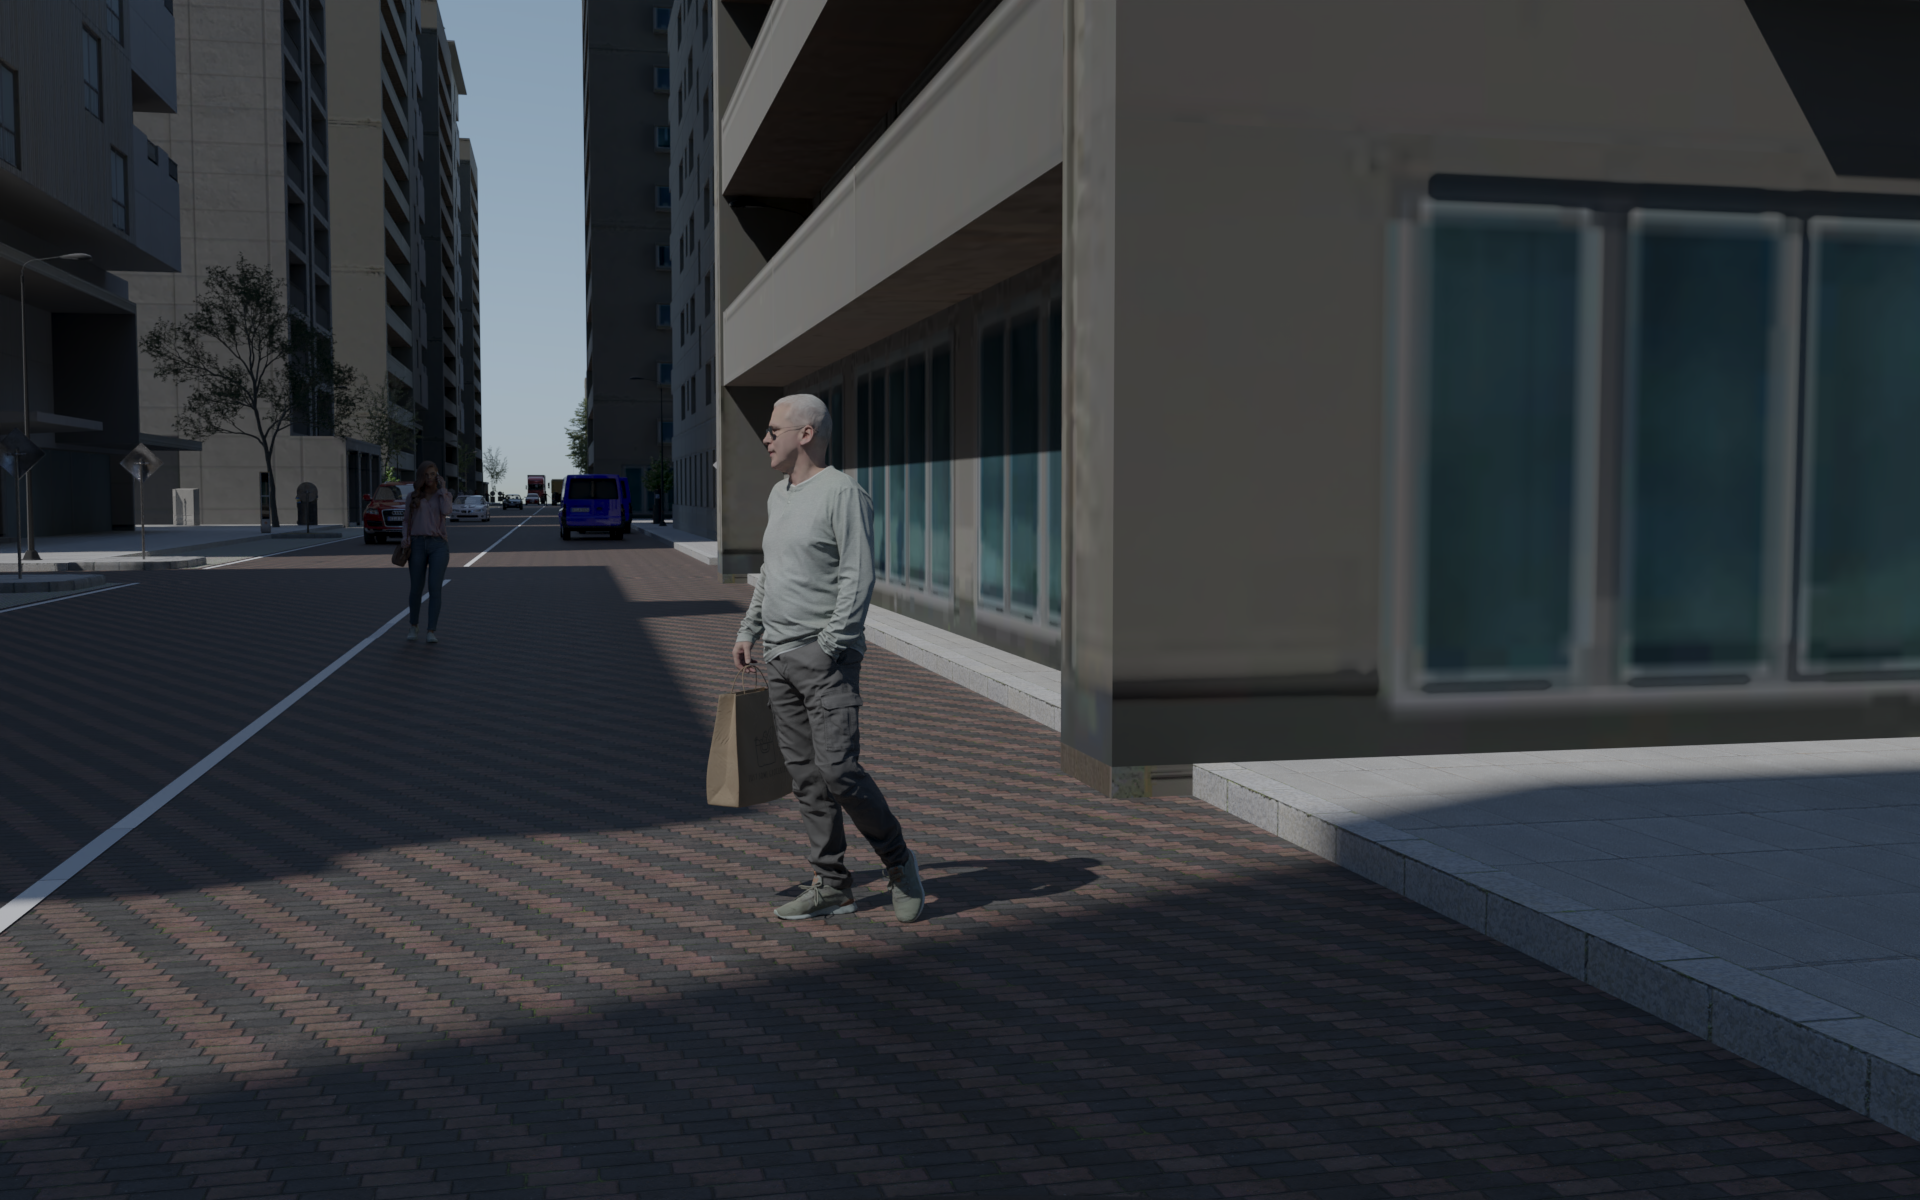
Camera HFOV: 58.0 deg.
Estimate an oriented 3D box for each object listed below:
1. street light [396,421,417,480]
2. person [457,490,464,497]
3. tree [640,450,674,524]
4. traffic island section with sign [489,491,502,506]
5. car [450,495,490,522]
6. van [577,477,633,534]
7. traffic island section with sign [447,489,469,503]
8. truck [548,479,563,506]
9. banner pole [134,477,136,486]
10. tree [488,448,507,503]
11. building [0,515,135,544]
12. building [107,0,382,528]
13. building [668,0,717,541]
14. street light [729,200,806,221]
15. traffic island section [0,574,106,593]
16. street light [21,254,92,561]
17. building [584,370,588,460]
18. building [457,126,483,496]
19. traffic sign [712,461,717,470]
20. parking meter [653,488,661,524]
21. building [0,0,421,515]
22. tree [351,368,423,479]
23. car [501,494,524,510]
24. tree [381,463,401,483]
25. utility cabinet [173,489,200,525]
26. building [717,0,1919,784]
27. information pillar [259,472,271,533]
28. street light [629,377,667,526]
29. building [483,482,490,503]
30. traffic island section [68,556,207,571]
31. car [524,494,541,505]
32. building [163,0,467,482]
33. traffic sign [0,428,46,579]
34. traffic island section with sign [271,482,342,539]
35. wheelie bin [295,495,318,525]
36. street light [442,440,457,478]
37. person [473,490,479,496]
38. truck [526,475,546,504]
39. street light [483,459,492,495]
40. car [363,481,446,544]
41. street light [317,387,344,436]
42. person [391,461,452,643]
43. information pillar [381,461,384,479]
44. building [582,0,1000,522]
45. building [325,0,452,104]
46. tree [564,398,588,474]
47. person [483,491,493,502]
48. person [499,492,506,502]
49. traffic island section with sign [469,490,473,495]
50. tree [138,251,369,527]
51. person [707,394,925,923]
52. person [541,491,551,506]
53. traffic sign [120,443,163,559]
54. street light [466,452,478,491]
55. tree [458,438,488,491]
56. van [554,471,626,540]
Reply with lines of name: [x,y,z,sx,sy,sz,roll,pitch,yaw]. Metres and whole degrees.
street light: [-34.739,-8.327,108.691,1.470,5.913,1.316,-1,4,-13]
person: [-36.312,-7.145,125.996,0.551,1.740,0.621,-2,4,-24]
tree: [-13.146,-4.955,75.608,1.663,3.219,1.824,0,3,0]
traffic island section with sign: [-57.022,-12.414,211.599,1.989,1.847,2.006,-1,4,-13]
car: [-25.578,-4.774,90.419,2.083,1.381,4.827,-1,4,-12]
van: [-13.288,-3.670,64.382,2.240,2.365,5.245,-1,4,-14]
traffic island section with sign: [-38.440,-7.486,131.022,1.989,1.847,2.006,-1,4,-13]
truck: [-50.303,-13.628,218.747,3.469,3.379,9.791,-1,4,-13]
banner pole: [-32.838,-4.811,68.669,0.401,3.779,0.863,0,4,-2]
tree: [-70.572,-19.083,262.368,4.737,8.622,4.395,0,3,0]
building: [-36.586,-27.765,43.195,28.713,52.752,27.495,-1,4,-13]
building: [-38.282,-39.199,79.155,20.563,71.187,20.611,-1,4,-13]
building: [6.339,-12.812,54.509,28.899,21.520,27.650,-1,4,-13]
street light: [-2.952,-3.370,27.637,1.470,5.913,1.316,-1,4,-13]
traffic island section: [-14.247,-0.241,26.216,2.009,0.180,2.903,-1,4,-13]
street light: [-17.458,-3.728,33.495,1.470,5.913,1.316,-1,4,-13]
building: [-40.777,-25.036,254.369,27.650,21.520,28.899,-1,4,-13]
building: [-73.067,-36.605,222.200,21.300,48.544,21.600,-1,4,-13]
traffic sign: [-4.815,-2.009,36.494,0.795,2.450,0.064,-1,4,-13]
parking meter: [-12.941,-4.013,74.024,0.372,1.533,0.369,0,3,0]
building: [-57.166,-33.501,136.978,28.713,52.752,27.495,-1,4,-13]
tree: [-33.550,-9.204,100.847,4.360,8.622,3.978,0,3,0]
car: [-40.586,-9.015,157.187,2.009,1.686,4.222,-1,4,-13]
tree: [-35.004,-6.816,106.047,1.663,3.219,1.824,0,3,0]
utility cabinet: [-31.276,-3.750,69.984,1.173,1.500,0.318,2,4,26]
building: [8.737,-24.193,19.254,21.300,48.544,21.600,-1,4,-13]
information pillar: [-22.855,-3.209,56.959,0.304,2.012,0.304,-2,4,-26]
street light: [-12.381,-5.887,68.795,1.470,5.913,1.316,-1,4,-13]
building: [-83.402,-33.739,243.516,32.217,40.220,23.993,-1,4,-13]
traffic island section: [-16.042,-0.717,33.997,2.009,0.180,2.903,-1,4,-13]
car: [-55.103,-13.102,223.259,2.155,1.783,4.494,-1,4,-12]
building: [-71.277,-37.193,197.341,28.713,52.752,27.495,-1,4,-13]
traffic sign: [-14.226,-1.377,26.159,0.795,2.450,0.064,-1,4,-13]
traffic island section with sign: [-21.199,-2.915,56.292,1.989,1.847,2.006,-1,4,-13]
wheelie bin: [-26.729,-3.858,70.982,0.693,1.594,0.980,1,4,18]
street light: [-44.085,-10.818,149.416,1.470,5.913,1.316,-1,4,-13]
person: [-44.742,-9.283,160.234,0.705,1.831,1.348,2,4,34]
truck: [-62.060,-16.202,253.819,2.839,4.237,11.283,-1,4,-12]
street light: [-62.770,-15.747,230.001,1.470,5.913,1.316,-1,4,-13]
car: [-16.399,-2.606,51.279,2.281,1.827,5.304,-1,4,-13]
street light: [-27.012,-6.235,74.478,1.470,5.913,1.316,-1,4,-13]
person: [-5.225,-0.477,16.881,0.593,1.750,0.643,-1,4,-10]
information pillar: [-34.951,-6.914,104.400,0.504,3.616,0.183,1,4,18]
building: [-10.824,-29.161,100.489,21.300,48.544,21.600,-1,4,-13]
building: [-58.913,-32.915,161.854,21.300,48.544,21.600,-1,4,-13]
tree: [-40.177,-16.705,191.255,7.486,12.596,7.792,0,3,0]
person: [-49.118,-10.475,179.897,1.348,1.807,0.705,-3,5,-41]
person: [-62.034,-13.826,235.371,1.217,1.723,0.721,0,4,5]
traffic island section with sign: [-44.608,-9.122,157.773,1.989,1.847,2.006,-1,4,-13]
tree: [-26.665,-8.090,66.688,7.601,10.594,8.767,2,4,33]
person: [-0.514,0.187,5.937,0.515,1.767,0.782,-3,5,-40]
person: [-49.787,-12.214,208.204,1.348,1.822,0.705,1,4,18]
traffic sign: [-16.021,-1.853,33.940,0.795,2.450,0.064,-1,4,-13]
street light: [-53.407,-13.256,189.280,1.470,5.913,1.316,-1,4,-13]
tree: [-53.131,-14.146,181.643,4.737,8.622,4.395,0,3,0]
van: [-11.852,-3.129,55.538,2.240,2.365,5.245,-1,4,-14]
